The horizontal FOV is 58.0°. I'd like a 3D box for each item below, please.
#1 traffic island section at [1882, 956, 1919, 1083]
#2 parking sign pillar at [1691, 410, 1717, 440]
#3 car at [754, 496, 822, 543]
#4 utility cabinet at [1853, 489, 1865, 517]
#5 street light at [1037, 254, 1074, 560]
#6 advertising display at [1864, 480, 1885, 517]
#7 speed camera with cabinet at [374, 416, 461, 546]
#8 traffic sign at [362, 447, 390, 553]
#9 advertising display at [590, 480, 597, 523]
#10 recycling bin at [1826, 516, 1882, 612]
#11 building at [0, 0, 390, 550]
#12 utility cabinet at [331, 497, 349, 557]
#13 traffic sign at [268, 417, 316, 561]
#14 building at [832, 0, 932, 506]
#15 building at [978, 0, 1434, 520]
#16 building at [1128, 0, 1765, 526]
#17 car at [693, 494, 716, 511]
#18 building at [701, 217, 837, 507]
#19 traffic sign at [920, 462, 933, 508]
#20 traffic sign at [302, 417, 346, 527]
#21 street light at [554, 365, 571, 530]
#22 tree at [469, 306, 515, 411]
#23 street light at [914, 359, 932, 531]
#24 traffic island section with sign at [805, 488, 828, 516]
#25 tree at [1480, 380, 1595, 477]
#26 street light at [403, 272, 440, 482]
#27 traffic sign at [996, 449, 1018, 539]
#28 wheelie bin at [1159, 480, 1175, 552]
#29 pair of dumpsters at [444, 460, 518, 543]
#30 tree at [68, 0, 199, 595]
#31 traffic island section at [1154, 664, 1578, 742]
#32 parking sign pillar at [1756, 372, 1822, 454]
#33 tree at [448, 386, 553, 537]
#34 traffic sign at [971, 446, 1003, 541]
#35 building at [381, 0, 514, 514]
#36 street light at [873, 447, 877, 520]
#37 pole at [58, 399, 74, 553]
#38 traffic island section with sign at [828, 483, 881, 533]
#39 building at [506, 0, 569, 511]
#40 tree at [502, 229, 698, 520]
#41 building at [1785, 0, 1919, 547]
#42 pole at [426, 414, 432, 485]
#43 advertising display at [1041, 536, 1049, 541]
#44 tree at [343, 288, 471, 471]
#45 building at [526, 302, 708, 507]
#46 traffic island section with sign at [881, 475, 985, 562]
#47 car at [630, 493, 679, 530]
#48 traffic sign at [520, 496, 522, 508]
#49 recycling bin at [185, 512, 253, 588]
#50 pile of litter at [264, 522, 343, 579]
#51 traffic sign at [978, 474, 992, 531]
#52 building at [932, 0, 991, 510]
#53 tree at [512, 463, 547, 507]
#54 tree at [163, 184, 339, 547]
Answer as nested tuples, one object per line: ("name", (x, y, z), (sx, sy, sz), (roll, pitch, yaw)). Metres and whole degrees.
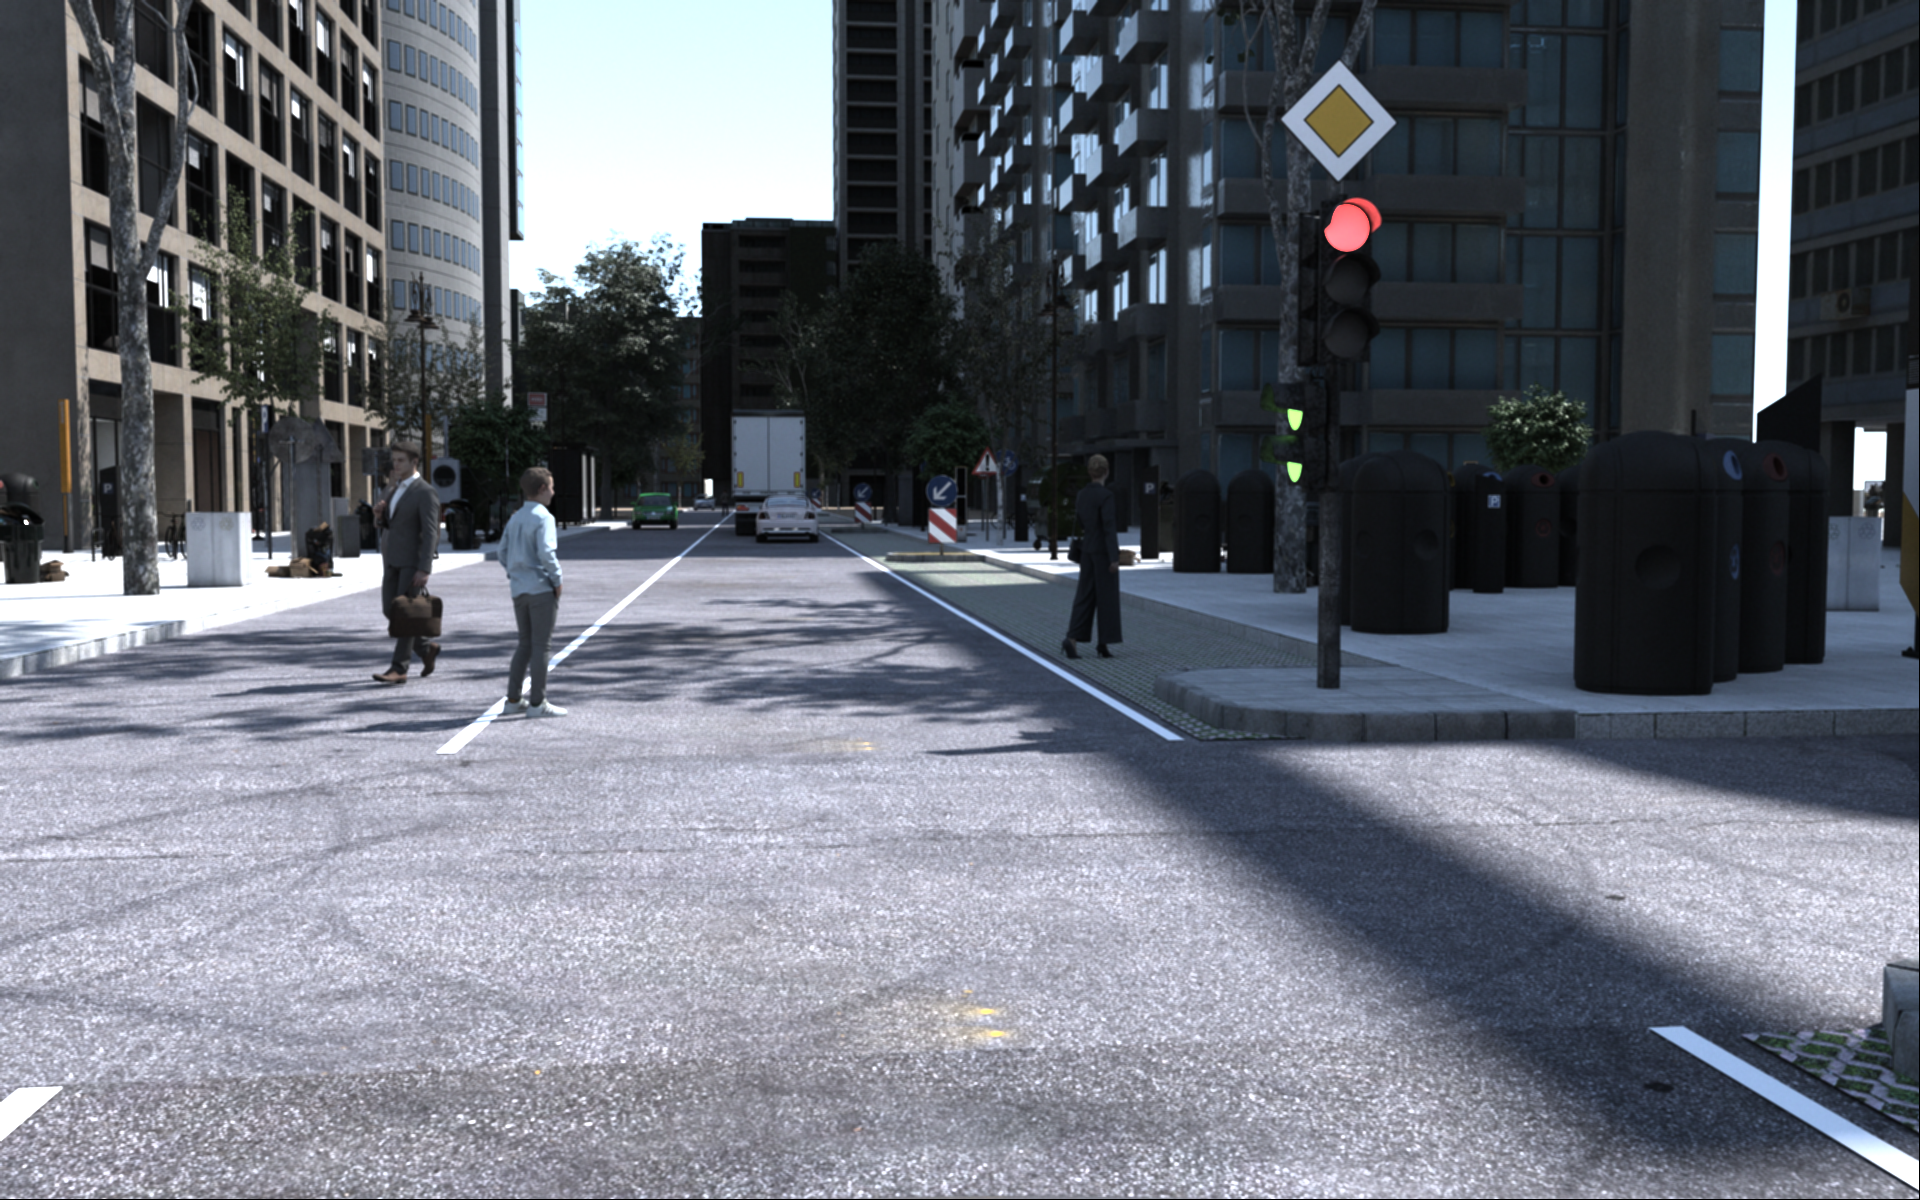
("traffic island section", (3.401, 1.146, 3.547), (2.009, 0.180, 2.903), (0, 4, -7))
("parking sign pillar", (23.967, -4.115, 55.744), (1.447, 3.967, 1.447), (-3, 5, -44))
("car", (-5.221, -2.454, 52.491), (2.083, 1.381, 4.827), (0, 4, -5))
("utility cabinet", (39.108, -4.126, 76.136), (0.318, 1.500, 1.173), (-2, 4, -25))
("street light", (1.835, -3.718, 33.581), (0.468, 5.910, 1.993), (0, 4, -7))
("advertising display", (42.600, -4.619, 80.736), (0.123, 1.923, 0.974), (-2, 4, -27))
("speed camera with cabinet", (-13.600, -3.001, 43.404), (2.038, 3.252, 0.660), (-1, 4, -10))
("traffic sign", (-12.766, -2.189, 37.917), (0.606, 2.300, 0.079), (0, 4, -4))
("advertising display", (-16.785, -4.460, 78.129), (0.974, 1.923, 0.123), (2, 4, 34))
("recycling bin", (9.737, -0.411, 19.272), (0.722, 1.027, 0.722), (0, 4, 6))
("building", (-31.623, -15.293, 54.559), (19.350, 26.468, 34.151), (0, 4, -7))
("utility cabinet", (-12.854, -1.515, 35.938), (0.306, 1.237, 1.020), (-2, 4, -23))
("traffic sign", (-11.007, -1.740, 28.550), (0.768, 2.556, 0.104), (0, 4, -4))
("building", (-3.189, -45.869, 188.205), (20.611, 71.187, 20.563), (0, 4, -7))
("building", (13.202, -30.144, 112.459), (23.786, 49.044, 30.456), (0, 4, -7))
("building", (16.440, -27.609, 71.014), (23.786, 49.044, 30.456), (0, 4, -7))
("car", (-22.254, -8.491, 150.827), (2.014, 1.417, 4.499), (0, 4, -8))
("building", (-20.301, -25.204, 183.786), (14.107, 30.474, 14.160), (0, 4, -7))
("traffic sign", (-0.929, -3.482, 57.040), (0.768, 2.556, 0.104), (0, 4, -4))
("traffic sign", (-10.756, -1.779, 29.091), (0.884, 2.594, 0.081), (0, 4, -1))
("street light", (-14.285, -5.479, 62.372), (0.468, 5.910, 1.993), (0, 4, -7))
("tree", (-19.603, -7.212, 68.273), (4.360, 8.622, 3.978), (0, 3, 0))
("street light", (-1.275, -5.295, 59.355), (0.468, 5.910, 1.993), (0, 4, -7))
("traffic island section with sign", (-9.525, -6.376, 112.869), (1.989, 1.847, 2.006), (0, 4, -7))
("tree", (16.724, -4.063, 50.138), (4.285, 4.588, 4.351), (0, 3, 0))
("street light", (-11.191, -3.875, 36.148), (0.468, 5.910, 1.993), (0, 4, -7))
("traffic sign", (1.272, -3.014, 49.392), (0.768, 2.556, 0.104), (0, 4, -5))
("wheelie bin", (4.537, -1.859, 38.300), (0.693, 1.594, 0.980), (1, 4, 16))
("pair of dumpsters", (-13.152, -2.745, 47.380), (1.574, 2.255, 4.437), (0, 4, -7))
("tree", (-11.193, -10.049, 20.198), (12.611, 20.169, 13.585), (0, 3, 0))
("traffic island section", (2.463, 0.661, 11.477), (2.009, 0.180, 2.903), (0, 4, -7))
("parking sign pillar", (18.490, -3.073, 38.720), (1.447, 3.967, 1.447), (2, 4, 25))
("tree", (-14.088, -4.221, 52.735), (4.285, 4.588, 4.351), (0, 3, 0))
("traffic sign", (0.747, -2.882, 47.124), (0.884, 2.594, 0.081), (0, 4, -2))
("building", (-37.736, -33.854, 95.517), (21.231, 58.520, 28.212), (0, 4, -7))
("street light", (-4.192, -6.883, 85.323), (0.468, 5.910, 1.993), (0, 4, -7))
("pole", (-19.282, -2.661, 37.350), (0.158, 3.312, 0.155), (0, 3, 0))
("traffic island section with sign", (-3.730, -3.375, 63.813), (1.989, 1.847, 2.006), (0, 4, -7))
("building", (-47.465, -50.422, 137.067), (31.000, 86.520, 22.319), (0, 4, -7))
("tree", (-17.452, -10.911, 85.046), (9.857, 13.997, 8.962), (0, 3, 0))
("building", (32.596, -20.821, 32.304), (23.993, 40.220, 32.217), (0, 4, -7))
("pole", (-13.637, -3.093, 44.411), (0.158, 3.312, 0.155), (0, 3, 0))
("advertising display", (2.358, -2.582, 47.429), (0.123, 1.923, 0.974), (-1, 4, -12))
("tree", (-19.755, -6.808, 61.681), (4.360, 8.622, 3.978), (0, 3, 0))
("building", (-42.429, -20.982, 188.091), (28.899, 21.520, 27.650), (0, 4, -7))
("traffic island section with sign", (-0.568, -1.738, 37.043), (1.989, 1.847, 2.006), (0, 4, -7))
("car", (-12.589, -3.835, 71.498), (1.959, 1.807, 4.718), (-1, 4, -8))
("traffic sign", (-15.351, -3.703, 60.545), (0.884, 2.594, 0.081), (0, 4, 0))
("recycling bin", (-10.317, -0.708, 24.135), (0.722, 1.027, 0.722), (-1, 4, -10))
("pile of litter", (-10.198, -0.792, 26.914), (1.176, 0.858, 1.719), (-1, 4, -14))
("traffic sign", (0.792, -3.660, 59.942), (0.768, 2.556, 0.104), (0, 4, -3))
("building", (12.330, -33.823, 142.241), (28.713, 52.752, 27.495), (0, 4, -7))
("tree", (-14.785, -3.941, 59.035), (1.663, 3.219, 1.824), (0, 3, 0))
("tree", (-16.652, -5.565, 41.352), (4.737, 8.622, 4.395), (0, 3, 0))
